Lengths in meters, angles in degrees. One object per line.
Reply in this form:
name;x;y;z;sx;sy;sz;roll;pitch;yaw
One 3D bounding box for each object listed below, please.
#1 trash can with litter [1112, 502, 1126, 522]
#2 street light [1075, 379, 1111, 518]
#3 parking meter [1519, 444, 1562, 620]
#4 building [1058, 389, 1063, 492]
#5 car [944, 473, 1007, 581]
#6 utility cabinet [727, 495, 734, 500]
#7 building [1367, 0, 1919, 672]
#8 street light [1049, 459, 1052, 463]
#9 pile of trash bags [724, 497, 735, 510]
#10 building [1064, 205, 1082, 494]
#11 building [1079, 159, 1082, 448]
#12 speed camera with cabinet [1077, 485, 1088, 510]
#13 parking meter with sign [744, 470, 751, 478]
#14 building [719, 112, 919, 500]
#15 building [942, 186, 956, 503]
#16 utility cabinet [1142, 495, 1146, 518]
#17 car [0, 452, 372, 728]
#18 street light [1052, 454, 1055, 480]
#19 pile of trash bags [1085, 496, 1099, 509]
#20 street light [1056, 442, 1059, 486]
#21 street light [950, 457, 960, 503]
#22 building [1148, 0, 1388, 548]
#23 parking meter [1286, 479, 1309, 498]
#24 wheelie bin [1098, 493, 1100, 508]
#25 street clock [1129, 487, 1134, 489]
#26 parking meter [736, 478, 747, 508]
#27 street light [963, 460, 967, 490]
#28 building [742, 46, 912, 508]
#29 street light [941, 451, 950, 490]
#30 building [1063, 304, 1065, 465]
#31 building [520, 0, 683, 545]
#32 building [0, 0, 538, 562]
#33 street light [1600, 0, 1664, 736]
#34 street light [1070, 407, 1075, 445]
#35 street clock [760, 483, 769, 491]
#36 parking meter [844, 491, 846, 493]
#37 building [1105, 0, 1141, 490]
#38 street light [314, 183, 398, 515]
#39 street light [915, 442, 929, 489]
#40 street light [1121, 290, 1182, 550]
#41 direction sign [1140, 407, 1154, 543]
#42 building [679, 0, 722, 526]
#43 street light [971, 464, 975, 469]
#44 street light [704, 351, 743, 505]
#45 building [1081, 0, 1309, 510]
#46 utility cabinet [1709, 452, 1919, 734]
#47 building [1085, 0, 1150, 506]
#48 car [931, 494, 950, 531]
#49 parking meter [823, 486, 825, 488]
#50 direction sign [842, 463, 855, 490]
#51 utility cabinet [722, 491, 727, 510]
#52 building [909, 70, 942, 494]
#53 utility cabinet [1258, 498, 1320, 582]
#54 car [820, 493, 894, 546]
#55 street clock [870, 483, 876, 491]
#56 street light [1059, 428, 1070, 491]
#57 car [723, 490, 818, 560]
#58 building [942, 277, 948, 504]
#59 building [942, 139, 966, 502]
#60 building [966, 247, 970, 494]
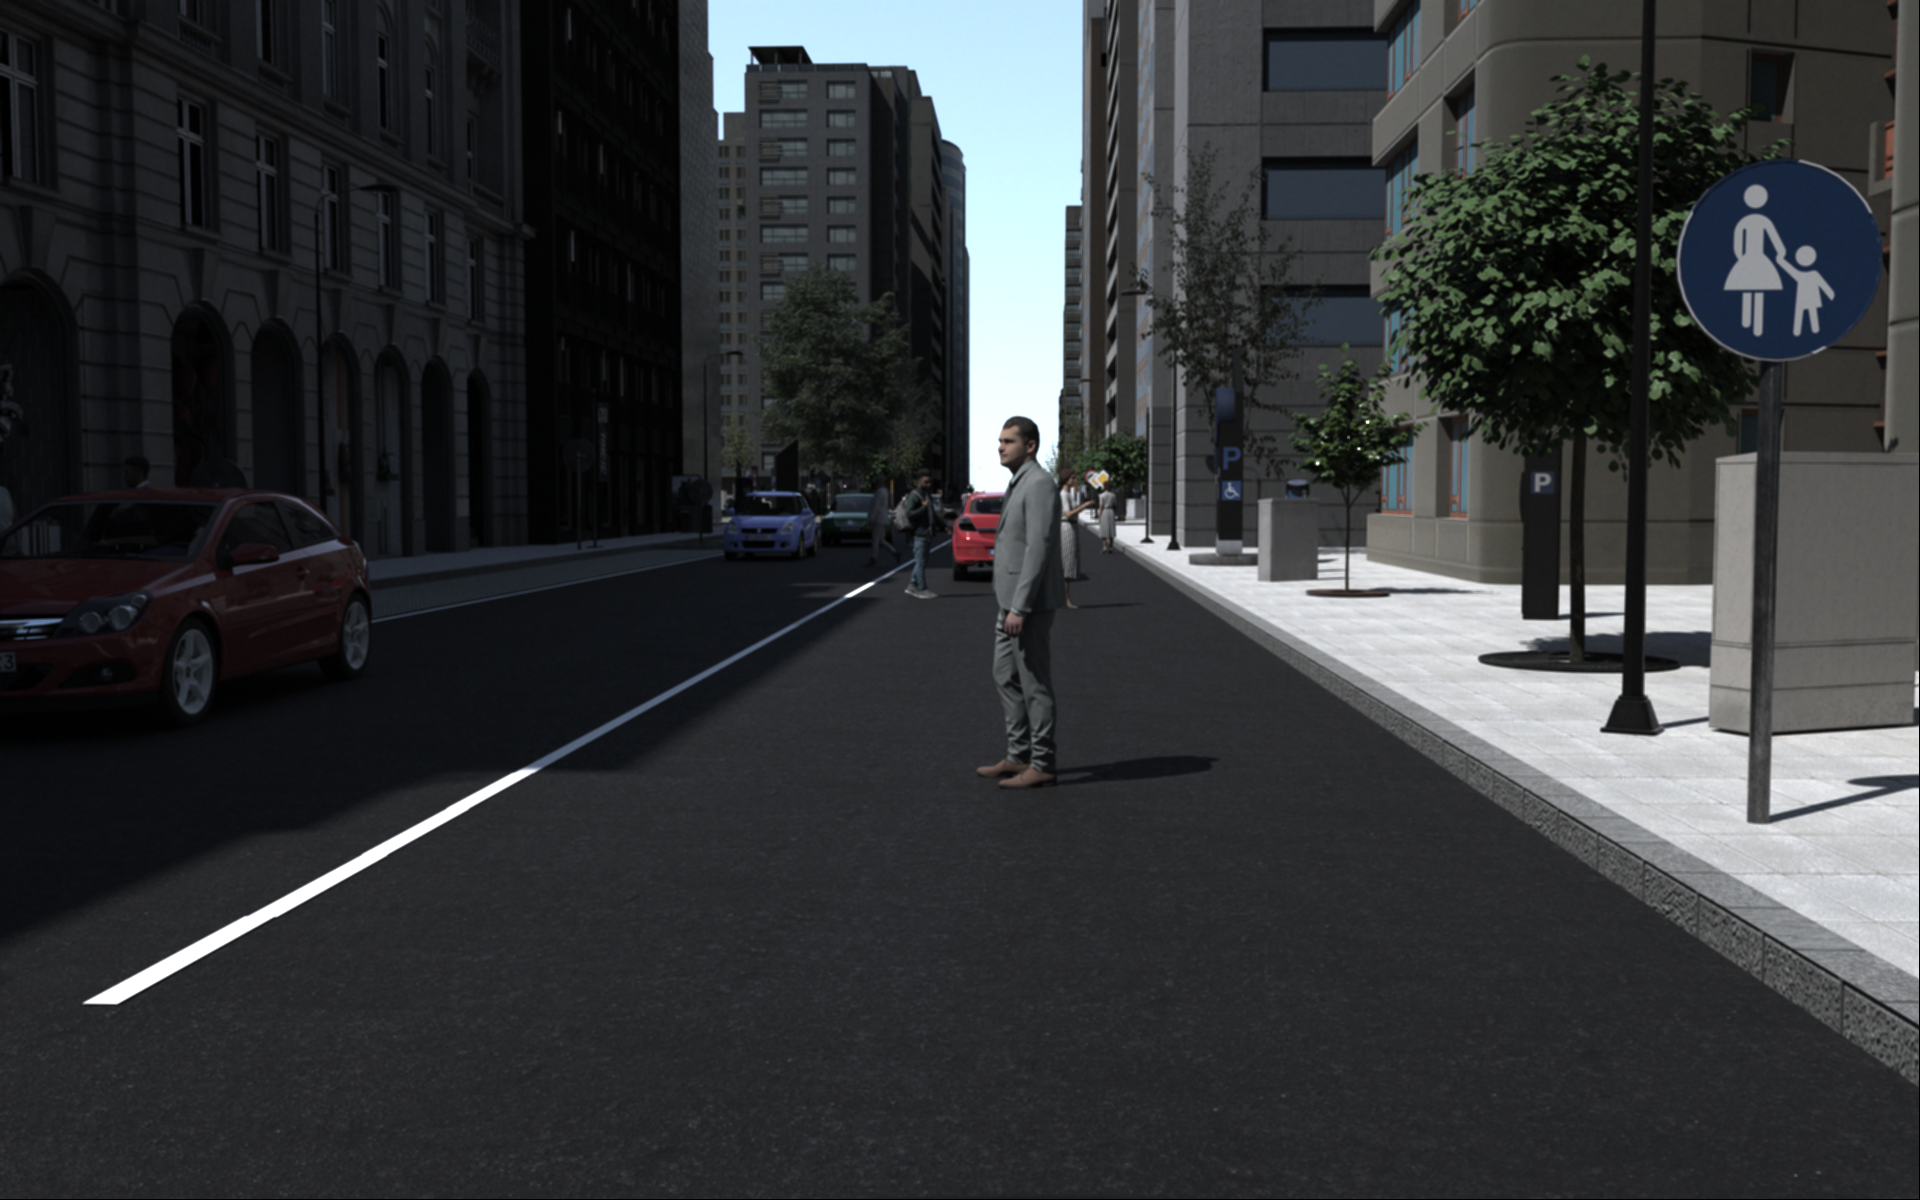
trash can with litter;7.146;-4.205;80.135;1.055;1.170;0.624;-2;4;-29
street light;5.509;-5.954;69.884;1.470;5.913;1.316;0;4;2
parking meter;5.924;-0.734;17.704;0.399;1.863;0.255;1;4;17
building;30.956;-27.691;297.788;27.650;21.520;28.899;0;4;2
car;0.783;-1.285;30.056;2.155;1.783;4.494;0;4;1
utility cabinet;-17.032;-7.053;126.476;1.020;1.237;0.306;-1;4;-10
building;21.022;-10.562;17.724;27.650;21.520;28.899;0;4;2
street light;11.195;-13.810;198.340;1.470;5.913;1.316;0;4;2
pile of trash bags;-11.494;-5.266;95.846;3.447;1.369;1.912;0;4;4
building;21.923;-34.446;246.788;14.154;41.232;14.086;0;4;2
building;25.978;-36.211;211.655;23.786;49.044;30.456;0;4;2
speed camera with cabinet;9.537;-8.656;135.859;0.660;3.252;2.038;1;4;20
parking meter with sign;-16.117;-8.083;128.410;0.543;3.016;1.738;-2;4;-35
building;-19.772;-29.884;180.477;32.217;40.220;23.993;0;4;2
building;-8.580;-36.399;245.240;14.600;45.320;14.200;0;4;2
utility cabinet;10.372;-5.064;93.963;1.020;1.237;0.306;0;4;-6
car;-5.581;-0.180;11.978;2.155;1.783;4.494;0;4;1
street light;9.921;-11.907;167.224;1.470;5.913;1.316;0;4;2
pile of trash bags;10.601;-8.498;148.694;1.912;1.369;3.447;-1;4;-21
street light;9.357;-11.049;153.188;1.470;5.913;1.316;0;4;2
street light;-0.760;-14.914;216.391;1.470;5.913;1.316;0;4;2
building;16.477;-31.273;53.315;21.231;58.520;28.212;0;4;2
parking meter;5.548;-1.228;28.486;0.372;1.533;0.369;0;3;0
wheelie bin;9.844;-6.772;118.634;0.693;1.594;0.980;2;4;30
street clock;12.508;-7.469;126.688;0.471;2.002;0.358;0;4;-2
parking meter;-7.869;-3.470;62.453;0.255;1.863;0.399;1;4;17
street light;0.142;-16.256;238.330;1.470;5.913;1.316;0;4;2
building;-11.984;-29.193;160.908;14.154;41.232;14.086;0;4;2
street light;-2.147;-13.055;185.995;1.470;5.913;1.316;0;4;2
building;22.585;-30.008;262.323;14.160;30.474;14.107;0;4;2
building;-15.975;-13.546;51.158;12.332;23.373;15.834;0;4;2
building;-17.142;-11.592;31.327;13.314;21.916;24.055;0;4;2
street light;3.095;-2.243;9.216;1.470;5.913;1.316;0;4;2
street light;6.727;-7.303;91.943;1.470;5.913;1.316;0;4;2
street clock;-13.070;-6.734;114.663;0.358;2.002;0.471;0;4;7
parking meter;-8.206;-7.140;125.143;0.372;1.533;0.369;0;3;0
building;22.850;-31.514;138.962;21.300;48.544;21.600;0;4;2
street light;-9.095;-3.273;26.055;1.470;5.913;1.316;0;4;2
street light;-3.466;-11.200;155.666;1.470;5.913;1.316;0;4;2
street light;4.359;-4.098;39.547;1.470;5.913;1.316;0;4;2
direction sign;4.922;-3.269;45.448;0.379;3.537;0.876;0;4;7
building;-18.277;-12.845;64.760;16.860;20.320;10.420;0;4;2
street light;1.550;-18.149;269.273;1.470;5.913;1.316;0;4;2
street light;-7.745;-5.128;56.382;1.470;5.913;1.316;0;4;2
building;23.316;-39.155;182.175;21.231;58.520;28.212;0;4;2
utility cabinet;4.649;-0.046;9.425;1.173;1.500;0.318;-1;4;-21
building;18.776;-31.245;160.967;14.600;45.320;14.200;0;4;2
car;-1.387;-3.527;67.885;2.015;1.641;3.980;0;4;1
parking meter;-8.879;-6.467;111.439;0.399;1.863;0.255;0;4;2
direction sign;-6.542;-6.772;102.712;0.876;3.537;0.379;-1;4;-12
utility cabinet;-15.346;-6.332;112.202;0.318;1.500;1.173;-1;4;-19
building;-13.327;-35.414;202.718;21.300;48.544;21.600;0;4;2
utility cabinet;4.853;-0.884;25.623;1.020;1.237;0.306;-3;4;-37
car;-2.898;-2.473;49.232;1.959;1.807;4.718;0;4;2
street clock;-5.614;-6.650;113.296;0.471;2.002;0.358;3;5;45
street light;7.941;-9.158;122.277;1.470;5.913;1.316;0;4;2
car;-4.216;-1.785;38.772;1.945;1.707;3.694;0;4;3
building;-8.973;-27.550;222.143;14.160;30.474;14.107;0;4;2
building;-10.106;-45.253;281.879;21.231;58.520;28.212;0;4;2
building;-5.455;-39.948;303.266;14.600;45.320;14.200;0;4;2
